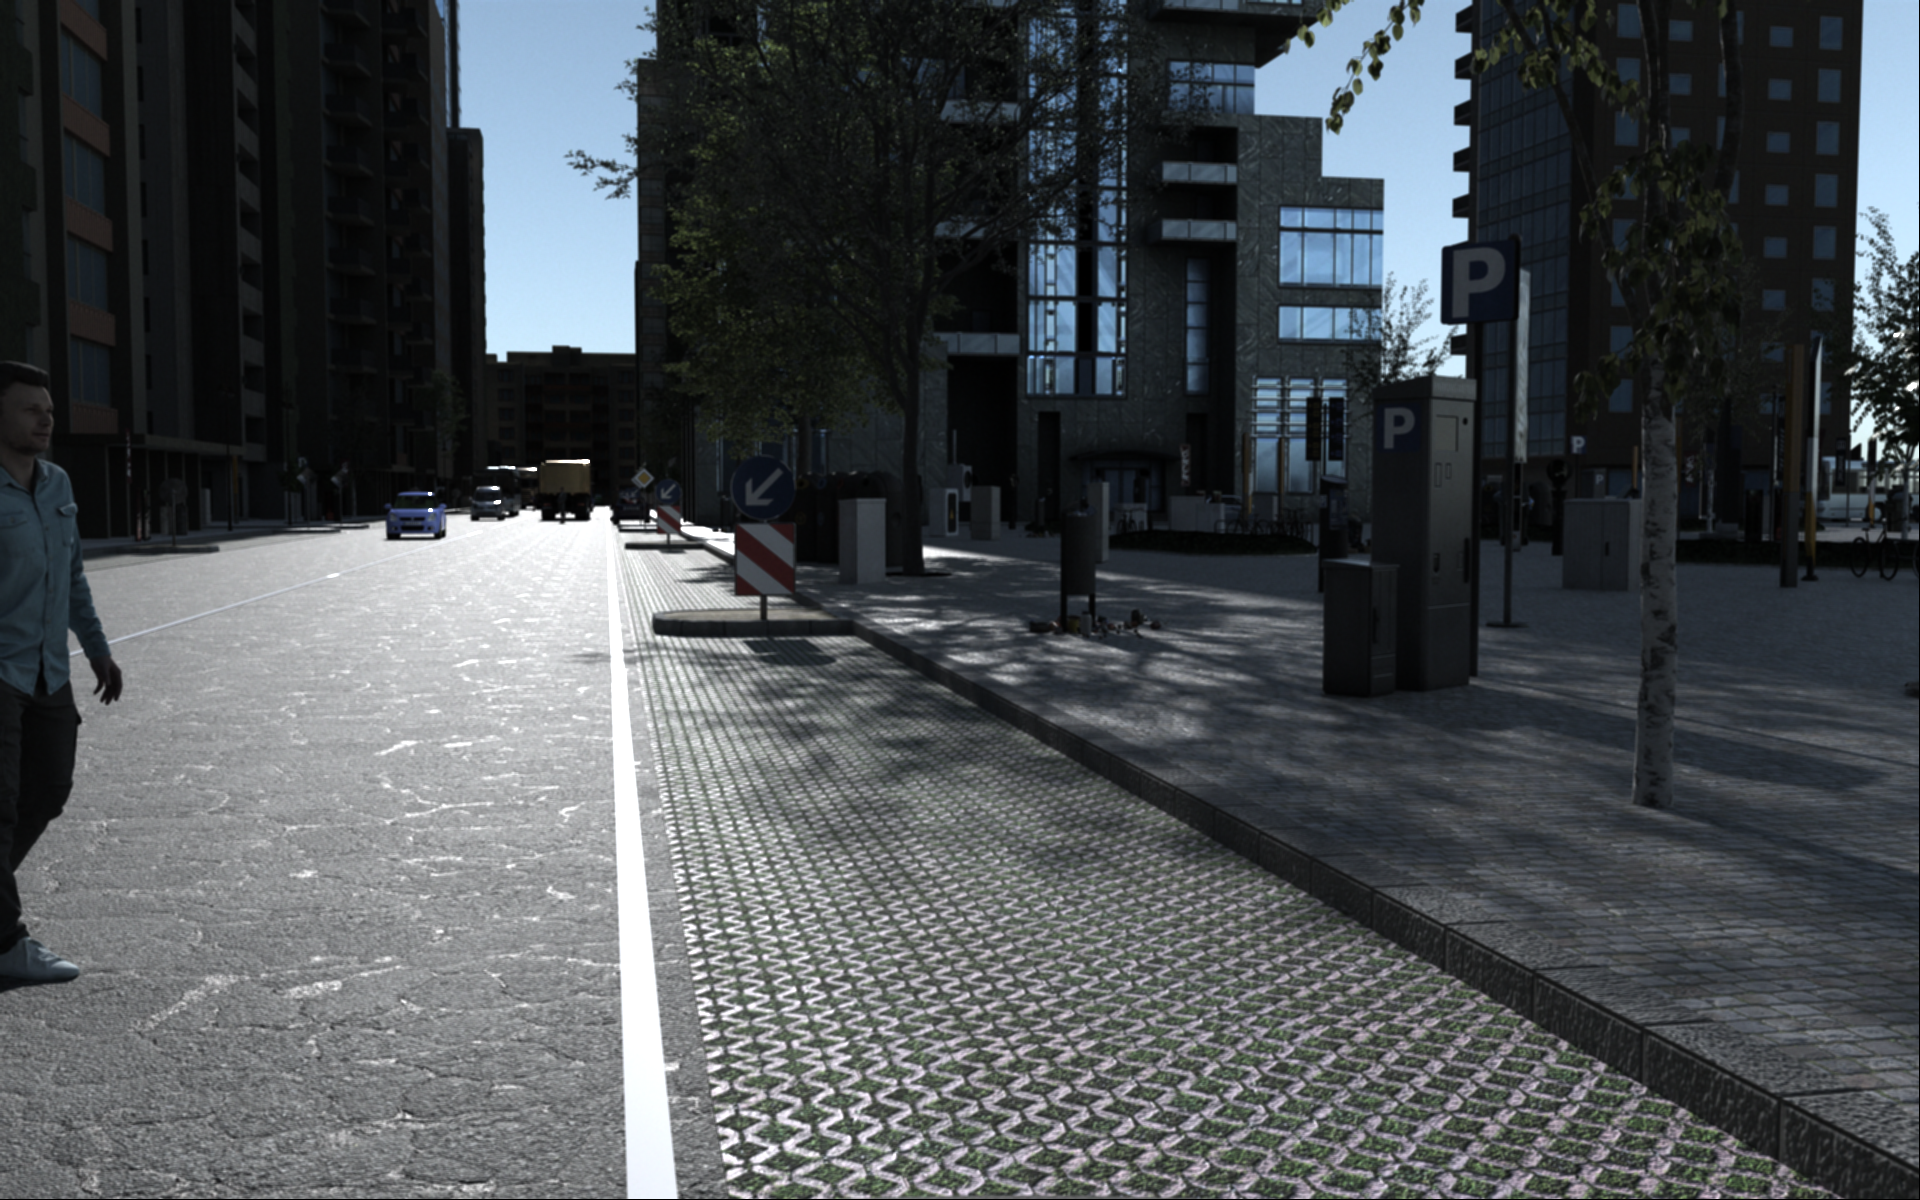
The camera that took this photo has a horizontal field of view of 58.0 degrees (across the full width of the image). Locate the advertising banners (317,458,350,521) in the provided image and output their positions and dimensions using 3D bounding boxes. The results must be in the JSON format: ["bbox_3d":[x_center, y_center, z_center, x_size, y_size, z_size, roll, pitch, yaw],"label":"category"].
[{"bbox_3d":[-30.451,-5.344,83.568,2.074,3.025,0.090,0,4,-7],"label":"advertising banners"}]

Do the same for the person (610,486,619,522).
[{"bbox_3d":[-17.249,-4.792,86.759,0.656,1.842,0.836,2,4,29],"label":"person"}]

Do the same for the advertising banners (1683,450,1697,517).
[{"bbox_3d":[30.002,-4.470,69.273,2.074,3.025,0.090,1,4,22],"label":"advertising banners"}]

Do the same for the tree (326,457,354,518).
[{"bbox_3d":[-32.908,-5.933,91.609,1.663,3.219,1.824,0,3,0],"label":"tree"}]

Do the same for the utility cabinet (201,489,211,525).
[{"bbox_3d":[-31.225,-3.799,70.784,1.173,1.500,0.318,1,4,13],"label":"utility cabinet"}]

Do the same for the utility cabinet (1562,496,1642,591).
[{"bbox_3d":[8.626,-0.743,23.316,0.306,1.237,1.020,-2,4,-34],"label":"utility cabinet"}]

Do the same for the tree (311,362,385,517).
[{"bbox_3d":[-33.842,-8.936,96.462,4.360,8.622,3.978,0,3,0],"label":"tree"}]

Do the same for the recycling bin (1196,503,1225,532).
[{"bbox_3d":[6.971,-2.182,48.230,0.722,1.027,0.722,1,4,15],"label":"recycling bin"}]

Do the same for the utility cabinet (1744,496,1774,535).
[{"bbox_3d":[25.508,-2.683,55.030,1.020,1.237,0.306,3,5,44],"label":"utility cabinet"}]

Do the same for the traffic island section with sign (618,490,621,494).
[{"bbox_3d":[-24.100,-7.135,125.278,1.989,1.847,2.006,-1,4,-12],"label":"traffic island section with sign"}]

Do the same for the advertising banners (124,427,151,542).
[{"bbox_3d":[-22.070,-3.075,46.460,0.090,3.025,2.074,-1,4,-10],"label":"advertising banners"}]

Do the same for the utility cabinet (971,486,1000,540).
[{"bbox_3d":[0.717,-2.419,48.223,0.318,1.500,1.173,-2,4,-29],"label":"utility cabinet"}]

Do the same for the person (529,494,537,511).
[{"bbox_3d":[-36.384,-8.304,147.497,0.421,1.427,0.697,3,5,42],"label":"person"}]

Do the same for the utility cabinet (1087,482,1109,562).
[{"bbox_3d":[2.587,-1.464,32.611,0.318,1.500,1.173,1,4,11],"label":"utility cabinet"}]

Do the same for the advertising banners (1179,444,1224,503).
[{"bbox_3d":[8.433,-3.936,60.546,2.074,3.025,0.090,-2,4,-33],"label":"advertising banners"}]

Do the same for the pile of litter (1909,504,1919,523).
[{"bbox_3d":[42.883,-3.869,77.224,1.719,0.858,1.176,1,4,9],"label":"pile of litter"}]

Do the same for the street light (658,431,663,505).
[{"bbox_3d":[-19.404,-8.541,112.429,0.468,5.910,1.993,-1,4,-12],"label":"street light"}]

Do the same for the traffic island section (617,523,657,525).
[{"bbox_3d":[-13.606,-3.158,73.911,2.009,0.180,2.903,-1,4,-12],"label":"traffic island section"}]

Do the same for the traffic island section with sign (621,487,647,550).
[{"bbox_3d":[-7.766,-2.245,45.337,1.989,1.847,2.006,-1,4,-12],"label":"traffic island section with sign"}]

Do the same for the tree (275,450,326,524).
[{"bbox_3d":[-29.009,-4.934,75.267,1.663,3.219,1.824,0,3,0],"label":"tree"}]

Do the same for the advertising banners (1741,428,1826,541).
[{"bbox_3d":[22.270,-3.100,46.866,2.074,3.025,0.090,3,5,41],"label":"advertising banners"}]

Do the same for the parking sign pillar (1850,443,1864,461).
[{"bbox_3d":[47.552,-6.363,92.501,1.447,3.967,1.447,-2,4,-26],"label":"parking sign pillar"}]

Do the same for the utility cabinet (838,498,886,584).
[{"bbox_3d":[-1.414,-0.850,25.053,0.306,1.237,1.020,1,4,22],"label":"utility cabinet"}]

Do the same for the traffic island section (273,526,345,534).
[{"bbox_3d":[-23.953,-2.531,63.659,2.009,0.180,2.903,-1,4,-12],"label":"traffic island section"}]

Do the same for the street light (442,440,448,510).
[{"bbox_3d":[-41.839,-10.265,140.618,0.468,5.910,1.993,-1,4,-12],"label":"street light"}]

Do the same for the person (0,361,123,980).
[{"bbox_3d":[-2.909,0.200,5.247,0.620,1.820,0.660,1,4,9],"label":"person"}]

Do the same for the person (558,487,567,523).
[{"bbox_3d":[-19.794,-4.720,85.949,0.520,1.790,0.573,1,4,15],"label":"person"}]

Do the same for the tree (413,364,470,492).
[{"bbox_3d":[-41.297,-12.667,132.865,9.928,11.665,9.643,0,3,0],"label":"tree"}]

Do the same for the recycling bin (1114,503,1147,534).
[{"bbox_3d":[4.662,-2.131,47.400,0.722,1.027,0.722,-1,4,-12],"label":"recycling bin"}]

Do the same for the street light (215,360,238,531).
[{"bbox_3d":[-25.315,-5.328,59.895,0.468,5.910,1.993,-1,4,-12],"label":"street light"}]

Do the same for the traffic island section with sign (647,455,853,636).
[{"bbox_3d":[-2.246,-0.592,18.313,1.989,1.847,2.006,-1,4,-12],"label":"traffic island section with sign"}]

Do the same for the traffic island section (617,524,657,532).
[{"bbox_3d":[-12.007,-2.679,66.087,2.009,0.180,2.903,-1,4,-12],"label":"traffic island section"}]

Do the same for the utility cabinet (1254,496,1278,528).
[{"bbox_3d":[11.744,-3.385,66.510,0.306,1.237,1.020,-2,4,-35],"label":"utility cabinet"}]

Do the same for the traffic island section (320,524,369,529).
[{"bbox_3d":[-25.552,-3.009,71.483,2.009,0.180,2.903,-1,4,-12],"label":"traffic island section"}]

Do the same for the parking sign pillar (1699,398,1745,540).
[{"bbox_3d":[21.829,-3.716,49.226,1.447,3.967,1.447,1,4,15],"label":"parking sign pillar"}]

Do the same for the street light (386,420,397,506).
[{"bbox_3d":[-34.731,-8.139,105.854,0.468,5.910,1.993,-1,4,-12],"label":"street light"}]

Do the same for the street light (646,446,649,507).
[{"bbox_3d":[-26.520,-10.662,147.104,0.468,5.910,1.993,-1,4,-12],"label":"street light"}]

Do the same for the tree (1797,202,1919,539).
[{"bbox_3d":[23.181,-5.651,42.756,4.737,8.622,4.395,0,3,0],"label":"tree"}]

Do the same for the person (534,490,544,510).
[{"bbox_3d":[-37.676,-8.975,155.379,1.348,1.807,0.705,0,4,-1],"label":"person"}]

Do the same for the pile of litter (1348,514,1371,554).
[{"bbox_3d":[8.786,-1.455,37.755,1.719,0.858,1.176,-1,4,-21],"label":"pile of litter"}]

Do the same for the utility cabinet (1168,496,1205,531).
[{"bbox_3d":[6.512,-2.363,49.797,1.020,1.237,0.306,0,4,-7],"label":"utility cabinet"}]

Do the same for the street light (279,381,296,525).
[{"bbox_3d":[-27.604,-6.018,71.181,0.468,5.910,1.993,-1,4,-12],"label":"street light"}]

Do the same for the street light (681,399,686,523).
[{"bbox_3d":[-12.390,-6.415,77.672,0.468,5.910,1.993,-1,4,-12],"label":"street light"}]

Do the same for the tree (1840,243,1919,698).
[{"bbox_3d":[6.424,-0.995,10.869,1.663,3.219,1.824,0,3,0],"label":"tree"}]
